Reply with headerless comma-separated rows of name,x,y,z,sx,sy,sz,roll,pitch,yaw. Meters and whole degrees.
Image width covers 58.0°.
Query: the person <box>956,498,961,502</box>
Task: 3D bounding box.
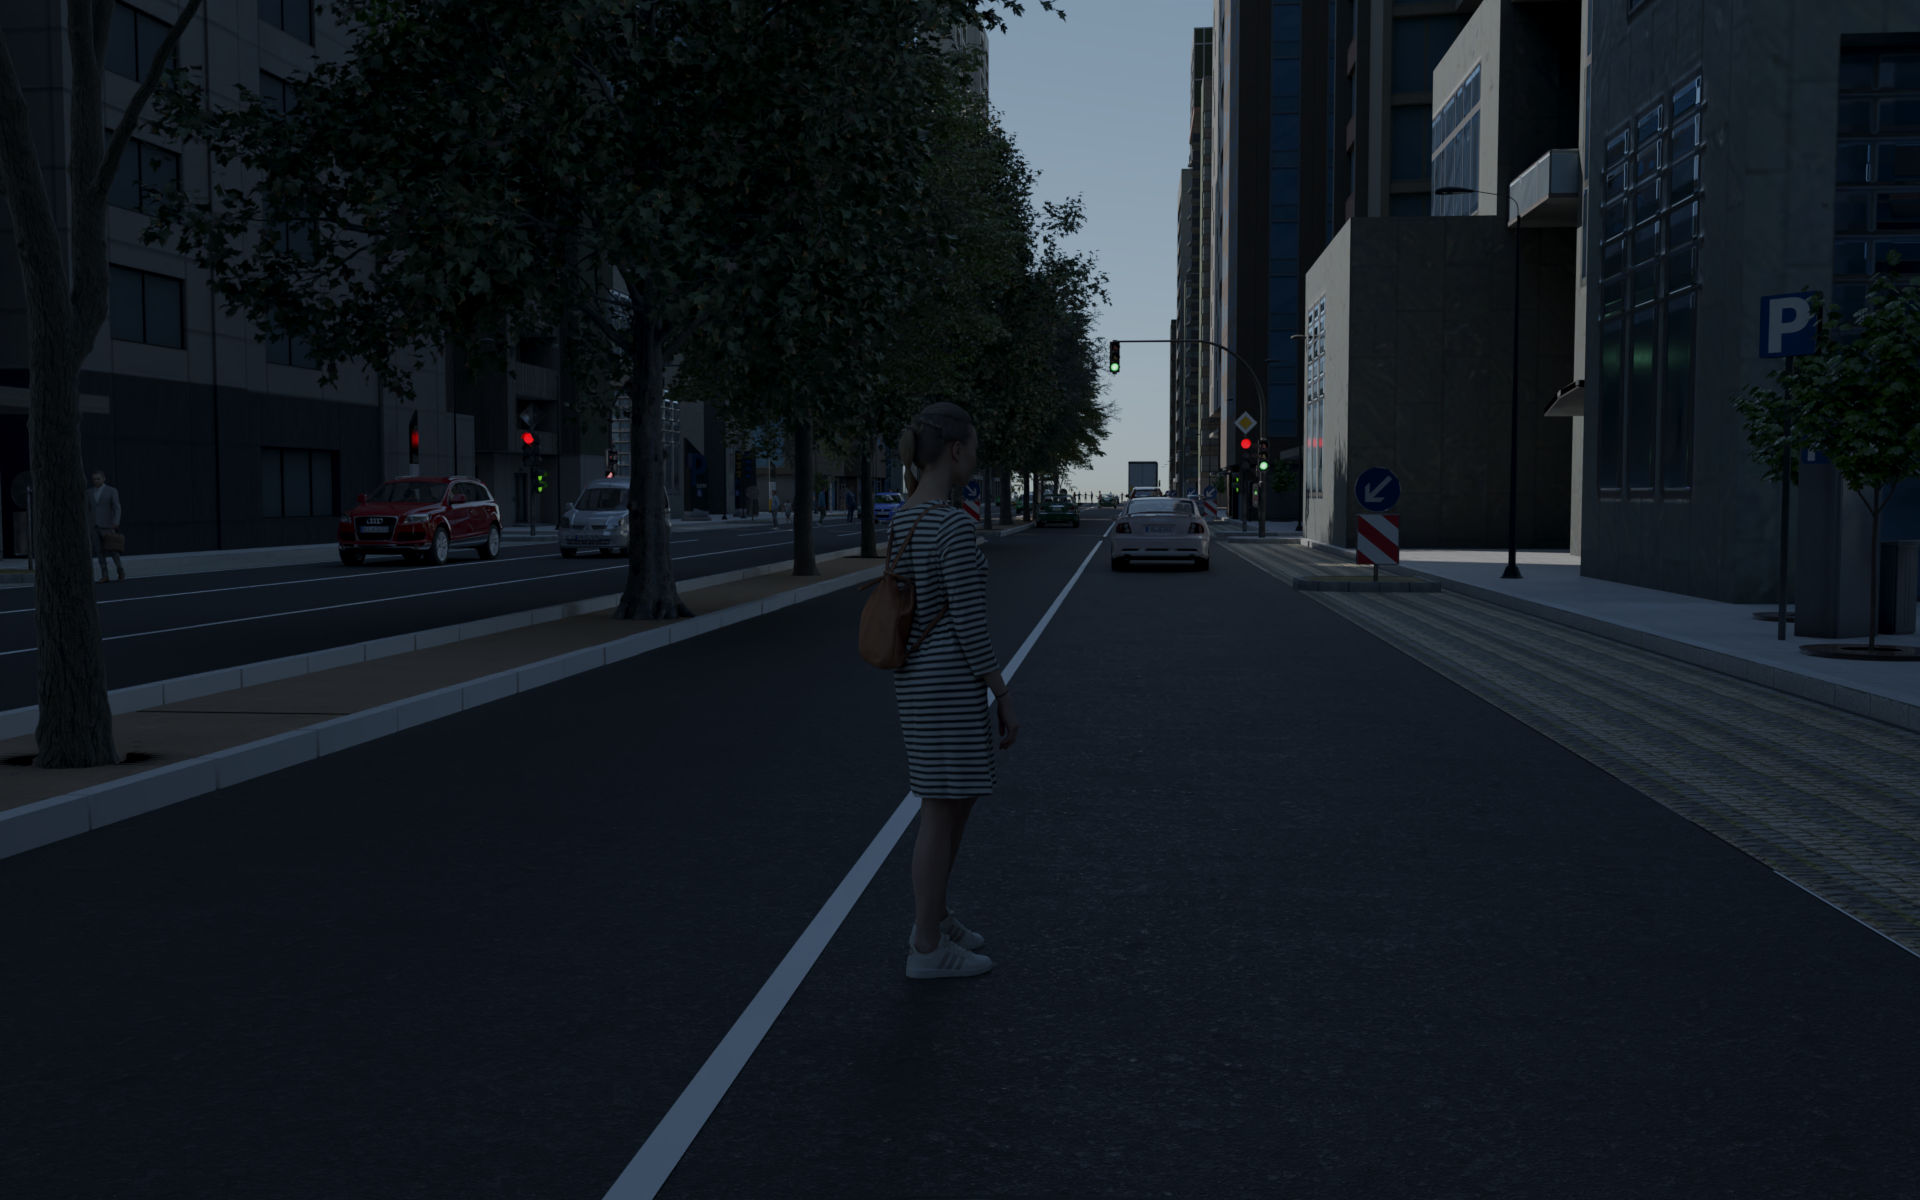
person,-0.157,-8.516,148.455,0.721,1.735,1.217,2,4,25

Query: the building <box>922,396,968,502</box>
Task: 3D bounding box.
building,-14.091,-21.575,197.783,27.650,21.520,28.899,0,4,6

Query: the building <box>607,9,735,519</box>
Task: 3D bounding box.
building,-24.509,-48.018,97.767,22.319,86.520,31.000,0,4,6

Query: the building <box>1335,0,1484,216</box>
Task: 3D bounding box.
building,27.122,-25.083,64.736,28.867,44.769,22.147,0,4,6

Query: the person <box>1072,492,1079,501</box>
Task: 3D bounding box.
person,13.206,-11.642,199.564,1.217,1.743,0.721,-1,4,-10

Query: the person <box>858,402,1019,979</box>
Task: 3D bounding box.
person,-0.058,0.266,5.158,0.522,1.701,0.512,-2,4,-29

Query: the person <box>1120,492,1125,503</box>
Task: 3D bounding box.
person,27.401,-17.397,293.077,0.705,1.807,1.348,-3,5,-44

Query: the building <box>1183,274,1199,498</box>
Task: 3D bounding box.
building,36.300,-27.838,226.847,14.160,30.474,14.107,0,4,6

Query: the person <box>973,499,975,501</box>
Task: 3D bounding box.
person,1.565,-11.659,199.141,0.705,1.821,1.348,-2,4,-33

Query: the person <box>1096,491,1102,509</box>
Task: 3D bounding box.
person,13.229,-9.581,165.677,0.750,1.759,0.617,0,4,7

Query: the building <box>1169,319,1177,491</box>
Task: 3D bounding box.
building,41.338,-31.314,283.687,14.160,30.474,14.107,0,4,6

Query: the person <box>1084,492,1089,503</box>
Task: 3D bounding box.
person,20.834,-17.042,287.133,1.348,1.824,0.705,0,4,-2

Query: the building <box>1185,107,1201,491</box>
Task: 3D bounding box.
building,36.580,-32.938,193.156,22.147,44.769,28.867,0,4,6

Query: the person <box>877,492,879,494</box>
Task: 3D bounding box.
person,-6.523,-8.144,142.422,0.697,1.427,0.421,-2,4,-30

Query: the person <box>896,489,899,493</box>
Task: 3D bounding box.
person,-5.320,-8.833,151.184,0.721,1.735,1.217,0,4,-3

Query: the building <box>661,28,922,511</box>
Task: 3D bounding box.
building,-14.641,-52.180,165.810,22.319,86.520,31.000,0,4,6

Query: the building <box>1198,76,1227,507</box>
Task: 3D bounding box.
building,30.852,-29.890,172.295,14.154,41.232,14.086,0,4,6

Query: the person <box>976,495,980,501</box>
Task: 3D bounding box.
person,1.368,-7.769,136.458,0.436,1.711,0.756,1,4,14

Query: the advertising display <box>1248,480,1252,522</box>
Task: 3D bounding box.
advertising display,13.335,-4.555,79.681,0.123,1.923,0.974,0,4,6

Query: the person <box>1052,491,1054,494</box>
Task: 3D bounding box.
person,12.076,-13.260,224.932,0.705,1.869,1.348,-2,4,-35

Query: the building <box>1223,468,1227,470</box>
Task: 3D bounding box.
building,30.282,-30.380,116.319,23.786,49.044,30.456,0,4,6

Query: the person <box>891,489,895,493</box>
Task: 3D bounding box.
person,-5.860,-8.665,148.230,0.721,1.766,1.217,2,4,27

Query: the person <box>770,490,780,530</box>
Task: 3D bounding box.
person,-7.446,-3.622,69.530,0.330,1.601,0.589,-1,4,-18

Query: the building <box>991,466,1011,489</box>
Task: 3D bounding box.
building,0.903,-31.292,283.327,14.160,30.474,14.107,0,4,6

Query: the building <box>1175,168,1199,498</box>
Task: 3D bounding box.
building,41.443,-37.920,243.689,21.300,48.544,21.600,0,4,6

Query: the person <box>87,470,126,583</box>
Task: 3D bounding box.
person,-13.827,-1.182,27.954,0.709,1.813,0.853,0,4,-2

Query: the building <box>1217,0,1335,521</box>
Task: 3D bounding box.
building,20.585,-26.720,86.983,14.600,45.320,14.200,0,4,6

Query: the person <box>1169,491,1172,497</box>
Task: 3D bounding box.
person,32.962,-16.187,271.506,0.445,1.727,0.742,1,4,15

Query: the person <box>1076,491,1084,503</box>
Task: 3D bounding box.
person,15.904,-13.592,230.713,1.348,1.826,0.705,1,4,20

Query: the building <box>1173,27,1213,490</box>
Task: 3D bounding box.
building,43.364,-50.552,264.773,20.563,71.187,20.611,0,4,6

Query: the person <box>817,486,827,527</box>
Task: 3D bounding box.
person,-5.937,-4.000,74.244,0.444,1.785,0.601,0,4,-8

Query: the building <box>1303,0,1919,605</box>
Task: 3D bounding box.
building,19.675,-43.996,32.002,22.319,86.520,31.000,0,4,6

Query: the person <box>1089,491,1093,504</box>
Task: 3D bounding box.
person,18.023,-14.081,238.584,0.599,1.838,0.709,-1,4,-20

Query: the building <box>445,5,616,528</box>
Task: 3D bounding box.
building,-22.572,-18.123,68.011,14.160,30.474,14.107,0,4,6

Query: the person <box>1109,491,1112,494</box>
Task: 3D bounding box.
person,22.540,-15.345,259.255,0.709,1.838,0.599,0,4,-5

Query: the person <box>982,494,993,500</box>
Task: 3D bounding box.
person,2.460,-8.773,152.030,0.705,1.812,1.348,-3,4,-39

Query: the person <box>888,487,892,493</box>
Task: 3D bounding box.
person,-5.986,-8.501,144.906,0.599,1.838,0.709,-1,4,-10

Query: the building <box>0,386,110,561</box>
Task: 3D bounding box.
building,-30.668,-26.280,18.921,28.713,52.752,27.495,0,4,6

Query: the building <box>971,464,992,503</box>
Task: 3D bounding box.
building,-3.032,-34.499,247.645,14.154,41.232,14.086,0,4,6

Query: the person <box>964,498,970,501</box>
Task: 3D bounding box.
person,0.850,-8.988,155.537,0.705,1.814,1.350,-3,4,-38

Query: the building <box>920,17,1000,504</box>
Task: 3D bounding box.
building,-3.962,-50.557,264.853,20.563,71.187,20.611,0,4,6

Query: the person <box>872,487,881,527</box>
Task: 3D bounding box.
person,-3.746,-3.972,74.188,0.760,1.731,0.466,-3,4,-38

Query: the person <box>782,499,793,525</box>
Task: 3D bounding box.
person,-7.877,-4.010,79.073,0.505,1.210,0.382,-2,4,-28

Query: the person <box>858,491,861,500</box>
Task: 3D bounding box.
person,-7.537,-7.775,133.567,0.661,1.777,0.834,-1,4,-12

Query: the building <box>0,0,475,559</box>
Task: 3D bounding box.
building,-26.478,-36.995,43.115,20.611,71.187,20.563,0,4,6

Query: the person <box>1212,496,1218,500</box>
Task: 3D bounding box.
person,18.986,-7.391,129.486,0.523,1.515,0.503,3,5,44

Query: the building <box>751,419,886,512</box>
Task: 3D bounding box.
building,-14.048,-30.228,144.336,14.600,45.320,14.200,0,4,6

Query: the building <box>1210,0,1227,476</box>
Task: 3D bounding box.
building,35.927,-34.333,150.577,28.713,52.752,27.495,0,4,6

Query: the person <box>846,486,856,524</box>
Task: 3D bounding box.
person,-5.305,-4.608,84.027,0.419,1.800,0.721,3,5,40
